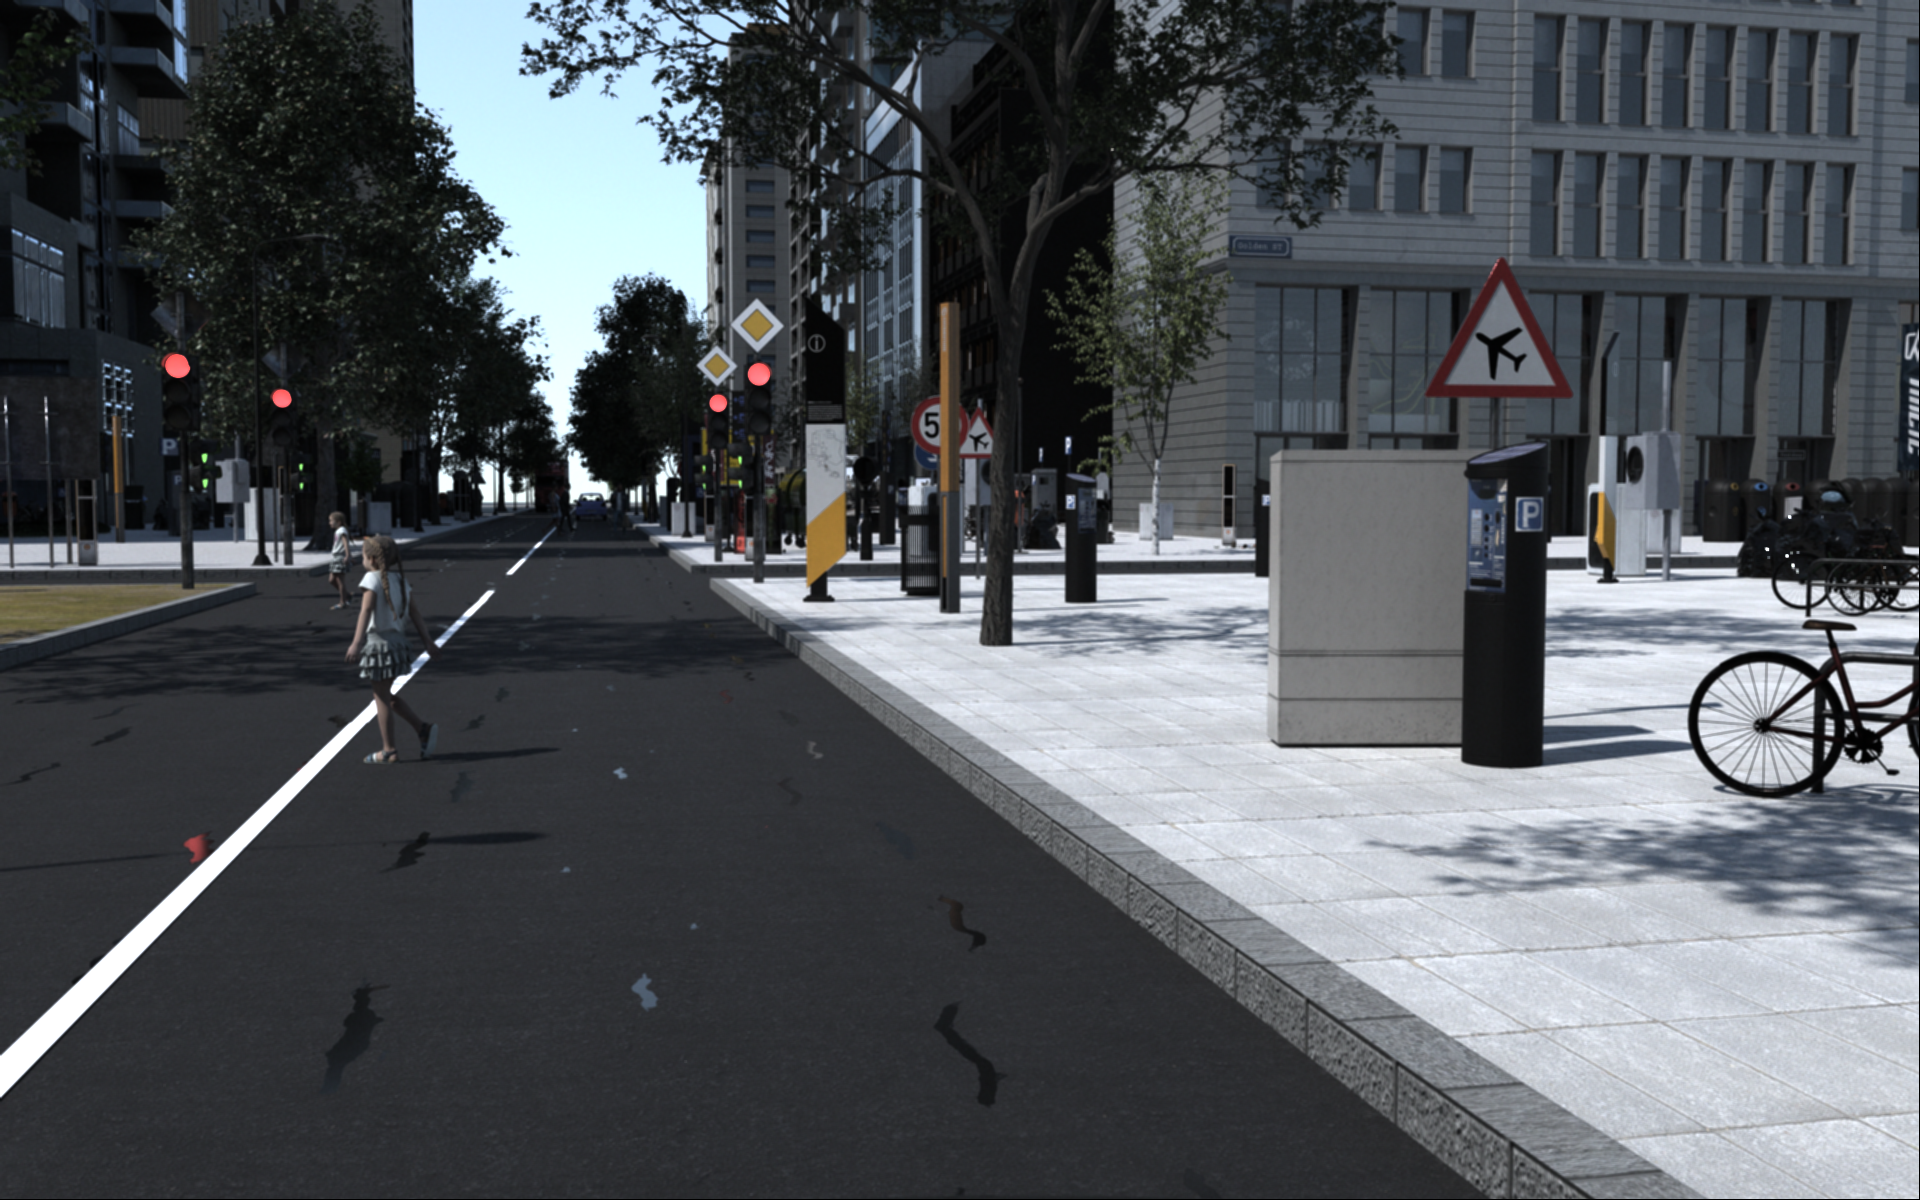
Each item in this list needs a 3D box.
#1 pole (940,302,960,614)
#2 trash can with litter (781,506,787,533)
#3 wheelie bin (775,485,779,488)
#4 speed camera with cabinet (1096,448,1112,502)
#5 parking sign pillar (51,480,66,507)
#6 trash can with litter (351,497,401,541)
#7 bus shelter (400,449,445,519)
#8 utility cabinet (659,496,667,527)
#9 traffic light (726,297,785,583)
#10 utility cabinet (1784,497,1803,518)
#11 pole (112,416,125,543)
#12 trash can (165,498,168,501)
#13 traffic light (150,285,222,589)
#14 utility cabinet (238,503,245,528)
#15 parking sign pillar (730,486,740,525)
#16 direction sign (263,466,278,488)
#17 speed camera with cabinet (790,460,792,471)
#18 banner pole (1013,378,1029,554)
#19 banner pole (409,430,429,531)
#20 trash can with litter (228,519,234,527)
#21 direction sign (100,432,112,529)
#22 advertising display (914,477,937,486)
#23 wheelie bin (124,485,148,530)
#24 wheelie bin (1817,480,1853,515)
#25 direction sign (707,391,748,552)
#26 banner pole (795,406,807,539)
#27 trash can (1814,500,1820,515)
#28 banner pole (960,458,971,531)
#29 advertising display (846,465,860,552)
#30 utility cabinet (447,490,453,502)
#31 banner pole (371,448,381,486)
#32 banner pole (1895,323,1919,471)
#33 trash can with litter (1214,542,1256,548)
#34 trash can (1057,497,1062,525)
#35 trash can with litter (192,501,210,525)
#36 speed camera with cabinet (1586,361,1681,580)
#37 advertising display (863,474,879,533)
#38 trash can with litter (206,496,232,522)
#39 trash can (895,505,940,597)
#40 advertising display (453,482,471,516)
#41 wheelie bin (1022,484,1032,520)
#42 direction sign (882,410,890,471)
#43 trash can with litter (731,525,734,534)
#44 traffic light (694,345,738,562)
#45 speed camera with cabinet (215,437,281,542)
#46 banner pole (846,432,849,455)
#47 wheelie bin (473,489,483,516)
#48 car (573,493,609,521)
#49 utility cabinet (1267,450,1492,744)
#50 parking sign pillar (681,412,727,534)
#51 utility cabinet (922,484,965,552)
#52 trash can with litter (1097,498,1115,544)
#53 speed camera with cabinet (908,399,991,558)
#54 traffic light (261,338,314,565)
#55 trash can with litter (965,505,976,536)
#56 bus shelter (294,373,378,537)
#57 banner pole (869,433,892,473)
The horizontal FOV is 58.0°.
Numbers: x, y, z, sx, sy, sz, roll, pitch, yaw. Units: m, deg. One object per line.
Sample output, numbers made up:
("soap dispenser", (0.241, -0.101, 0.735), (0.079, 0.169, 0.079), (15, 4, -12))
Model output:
("pole", (-0.107, -1.513, 18.586), (0.158, 3.312, 0.155), (0, 3, 0))
("trash can with litter", (-6.352, -2.871, 58.001), (2.233, 1.210, 1.678), (1, 4, 10))
("wheelie bin", (-6.542, -3.379, 63.155), (0.693, 1.594, 0.980), (-3, 4, -39))
("speed camera with cabinet", (5.954, -4.804, 72.880), (0.660, 3.252, 2.038), (1, 4, 14))
("parking sign pillar", (-34.137, -4.724, 65.702), (1.447, 3.967, 1.447), (-2, 4, -33))
("trash can with litter", (-16.663, -2.281, 48.355), (1.678, 1.210, 2.233), (-2, 4, -31))
("bus shelter", (-27.985, -6.063, 90.418), (1.731, 3.624, 6.357), (-1, 4, -12))
("utility cabinet", (-11.618, -3.471, 67.916), (0.306, 1.237, 1.020), (-1, 4, -12))
("traffic light", (-2.928, -2.201, 24.913), (0.839, 4.253, 0.868), (-1, 4, -12))
("utility cabinet", (18.614, -1.686, 38.730), (0.306, 1.237, 1.020), (1, 4, 22))
("pole", (-22.050, -3.152, 45.385), (0.158, 3.312, 0.155), (0, 3, 0))
("trash can", (-25.517, -2.745, 56.539), (0.748, 1.137, 0.748), (0, 3, 0))
("traffic light", (-10.418, -2.103, 23.301), (0.839, 4.253, 0.868), (-1, 4, -12))
("utility cabinet", (-26.534, -3.447, 65.032), (1.173, 1.500, 0.318), (1, 4, 14))
("parking sign pillar", (-9.001, -4.883, 68.304), (1.447, 3.967, 1.447), (0, 4, -4))
("direction sign", (-33.364, -5.613, 83.770), (0.876, 3.537, 0.379), (1, 4, 17))
("speed camera with cabinet", (-9.236, -6.434, 99.525), (0.660, 3.252, 2.038), (-2, 4, -31))
("banner pole", (1.122, -2.905, 37.520), (0.863, 3.779, 0.401), (3, 5, 42))
("banner pole", (-19.076, -4.349, 61.116), (0.401, 3.779, 0.863), (2, 4, 34))
("trash can with litter", (-28.087, -3.454, 67.860), (0.624, 1.170, 1.055), (2, 4, 29))
("direction sign", (-31.367, -4.375, 63.528), (0.379, 3.537, 0.876), (-1, 4, -12))
("advertising display", (-1.288, -3.639, 64.710), (0.974, 1.923, 0.123), (3, 4, 36))
("wheelie bin", (-29.956, -3.359, 62.834), (0.980, 1.594, 0.693), (-1, 4, -13))
("wheelie bin", (20.113, -1.953, 39.835), (0.693, 1.594, 0.980), (1, 4, 14))
("direction sign", (-5.104, -2.820, 38.101), (0.876, 3.537, 0.379), (0, 4, -1))
("banner pole", (-4.378, -3.634, 49.426), (0.401, 3.779, 0.863), (-3, 5, -39))
("trash can", (21.611, -1.920, 43.040), (0.748, 1.137, 0.748), (0, 3, 0))
("banner pole", (0.129, -4.264, 59.736), (0.863, 3.779, 0.401), (0, 4, 1))
("advertising display", (-2.658, -2.044, 38.634), (0.974, 1.923, 0.123), (2, 4, 35))
("utility cabinet", (-30.286, -5.820, 103.831), (1.173, 1.500, 0.318), (2, 4, 35))
("banner pole", (-28.182, -5.692, 83.073), (0.863, 3.779, 0.401), (-1, 4, -15))
("banner pole", (12.367, -1.965, 22.144), (0.401, 3.779, 0.863), (-2, 4, -27))
("trash can with litter", (7.176, -1.840, 41.135), (2.233, 1.210, 1.678), (1, 4, 14))
("trash can", (3.957, -3.723, 72.530), (0.748, 1.137, 0.748), (0, 3, 0))
("trash can with litter", (-30.279, -3.489, 68.433), (0.624, 1.170, 1.055), (2, 4, 35))
("speed camera with cabinet", (10.320, -1.972, 26.581), (0.660, 3.252, 2.038), (0, 4, -3))
("advertising display", (-2.757, -3.152, 56.751), (0.974, 1.923, 0.123), (3, 4, 36))
("trash can with litter", (-34.723, -4.234, 80.288), (1.678, 1.210, 2.233), (-2, 4, -25))
("trash can", (-0.445, -0.625, 21.869), (0.748, 1.137, 0.748), (0, 3, 0))
("advertising display", (-26.461, -5.318, 92.162), (0.974, 1.923, 0.123), (-2, 4, -32))
("wheelie bin", (2.150, -2.871, 54.843), (0.693, 1.594, 0.980), (1, 4, 21))
("direction sign", (-2.019, -3.378, 47.233), (0.379, 3.537, 0.876), (1, 4, 11))
("trash can with litter", (-7.687, -2.720, 55.853), (1.055, 1.170, 0.624), (0, 4, -5))
("traffic light", (-4.598, -2.679, 32.722), (0.839, 4.253, 0.868), (-1, 4, -12))
("speed camera with cabinet", (-19.125, -3.201, 46.666), (0.660, 3.252, 2.038), (1, 4, 17))
("banner pole", (-4.147, -4.376, 61.570), (0.401, 3.779, 0.863), (-2, 4, -32))
("wheelie bin", (-29.001, -5.847, 103.504), (0.980, 1.594, 0.693), (-3, 5, -42))
("car", (-20.272, -5.238, 95.229), (1.945, 1.707, 3.694), (-1, 4, -12))
("utility cabinet", (2.188, -0.011, 8.854), (1.173, 1.500, 0.318), (0, 4, -1))
("parking sign pillar", (-8.506, -4.186, 56.910), (1.447, 3.967, 1.447), (0, 4, -7))
("utility cabinet", (-0.377, -1.782, 37.820), (0.318, 1.500, 1.173), (-3, 4, -38))
("trash can with litter", (3.614, -2.032, 44.618), (0.624, 1.170, 1.055), (1, 4, 21))
("speed camera with cabinet", (-0.055, -2.519, 35.521), (2.038, 3.252, 0.660), (-2, 4, -33))
("traffic light", (-12.087, -2.580, 31.111), (0.839, 4.253, 0.868), (-1, 4, -12))
("trash can with litter", (0.421, -2.589, 53.380), (1.678, 1.210, 2.233), (-1, 4, -18))
("bus shelter", (-20.619, -4.817, 56.396), (2.179, 5.291, 8.768), (-1, 4, -12))
("banner pole", (-3.164, -4.930, 70.626), (0.863, 3.779, 0.401), (-1, 4, -11))
